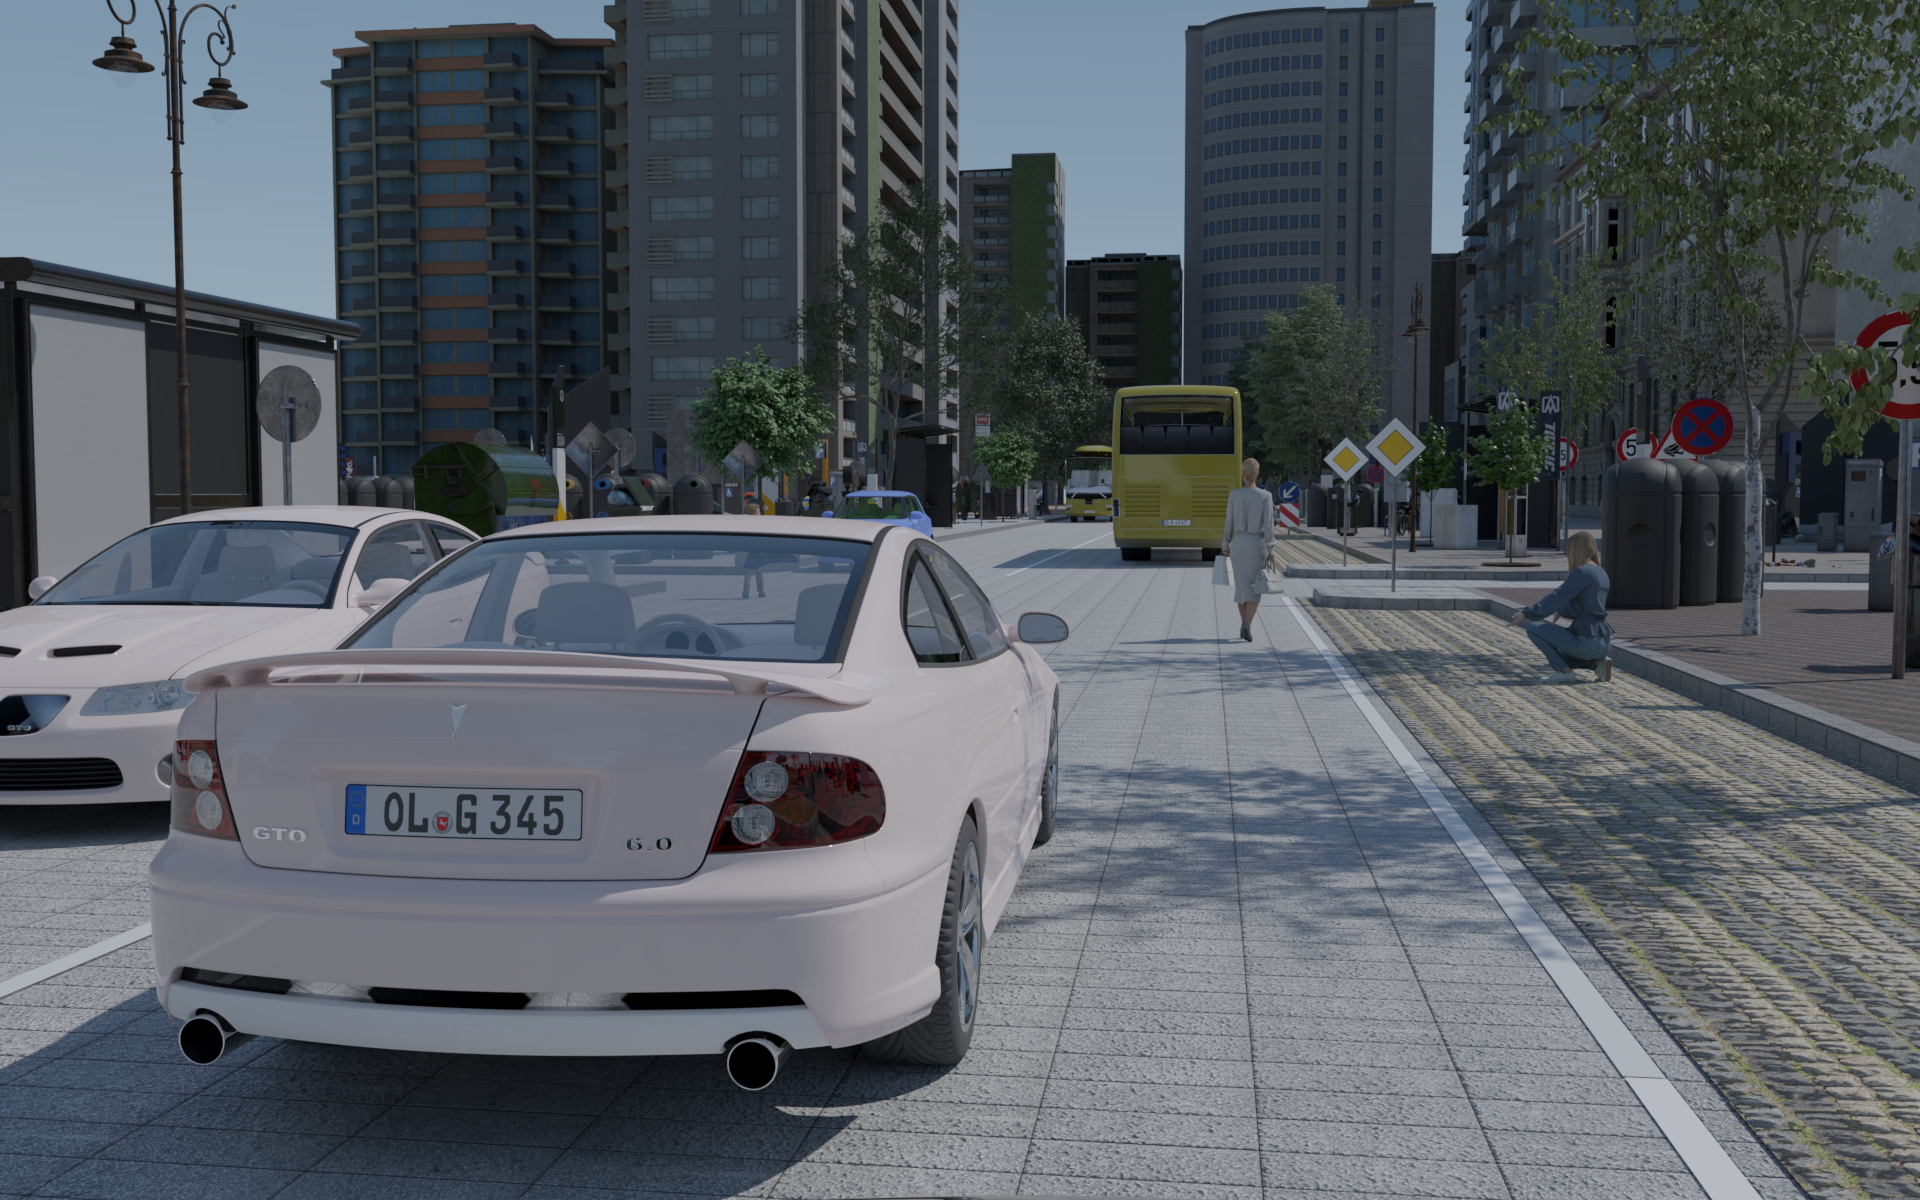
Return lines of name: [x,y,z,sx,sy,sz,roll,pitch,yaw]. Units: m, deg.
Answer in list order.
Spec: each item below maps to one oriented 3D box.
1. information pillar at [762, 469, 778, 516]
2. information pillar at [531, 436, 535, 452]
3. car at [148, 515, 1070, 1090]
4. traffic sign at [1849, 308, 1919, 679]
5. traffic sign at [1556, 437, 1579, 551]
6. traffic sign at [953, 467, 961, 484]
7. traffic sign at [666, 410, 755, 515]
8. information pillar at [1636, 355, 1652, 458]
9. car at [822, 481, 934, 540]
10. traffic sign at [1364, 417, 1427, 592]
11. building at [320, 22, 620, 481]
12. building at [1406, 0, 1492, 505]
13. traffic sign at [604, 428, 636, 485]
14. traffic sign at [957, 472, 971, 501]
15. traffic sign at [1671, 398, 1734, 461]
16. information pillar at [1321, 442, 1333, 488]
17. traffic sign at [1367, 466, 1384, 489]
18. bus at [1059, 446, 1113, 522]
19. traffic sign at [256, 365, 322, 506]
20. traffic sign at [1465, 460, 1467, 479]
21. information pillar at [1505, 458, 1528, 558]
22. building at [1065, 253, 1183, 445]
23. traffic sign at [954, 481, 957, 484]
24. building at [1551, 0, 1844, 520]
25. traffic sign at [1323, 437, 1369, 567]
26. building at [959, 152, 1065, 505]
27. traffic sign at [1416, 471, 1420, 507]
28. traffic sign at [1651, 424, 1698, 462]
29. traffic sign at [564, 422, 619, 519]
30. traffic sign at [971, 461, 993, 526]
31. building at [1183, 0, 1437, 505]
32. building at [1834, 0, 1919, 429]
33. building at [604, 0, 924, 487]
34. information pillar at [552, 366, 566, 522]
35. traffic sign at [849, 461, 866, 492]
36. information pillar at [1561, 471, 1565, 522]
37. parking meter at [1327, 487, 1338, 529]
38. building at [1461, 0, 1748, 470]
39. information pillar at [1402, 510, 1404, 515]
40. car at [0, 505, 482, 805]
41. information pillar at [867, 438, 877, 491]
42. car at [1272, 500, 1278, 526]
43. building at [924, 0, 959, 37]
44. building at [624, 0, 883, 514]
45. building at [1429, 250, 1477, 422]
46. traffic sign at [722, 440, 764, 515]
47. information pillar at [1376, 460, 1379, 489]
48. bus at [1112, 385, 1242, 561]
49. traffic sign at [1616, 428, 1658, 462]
information pillar: [-5.735,-3.736,52.445,0.504,3.616,0.183,-1,4,-18]
information pillar: [-17.070,-4.769,69.329,0.183,3.616,0.504,-1,4,-23]
car: [-0.707,0.400,5.821,2.083,1.381,4.827,0,4,7]
traffic sign: [6.520,-0.725,11.960,0.768,2.556,0.104,1,4,18]
traffic sign: [13.402,-2.362,38.726,0.768,2.556,0.104,1,4,11]
traffic sign: [-0.329,-4.167,69.318,0.795,2.450,0.064,1,4,17]
traffic sign: [-6.000,-2.920,41.619,2.265,3.308,0.079,1,4,15]
information pillar: [11.454,-2.307,29.075,0.183,3.616,0.504,0,4,4]
car: [-1.583,-1.432,32.999,1.945,1.707,3.694,1,4,9]
traffic sign: [5.652,-1.156,22.545,0.795,2.450,0.064,0,4,8]
building: [-43.135,-31.177,164.367,28.867,44.769,22.147,0,4,8]
building: [51.191,-50.929,145.367,22.319,86.520,31.000,0,4,8]
traffic sign: [-6.612,-2.036,33.401,0.768,2.556,0.104,1,4,14]
traffic sign: [0.190,-5.457,90.405,0.795,2.450,0.064,1,4,12]
traffic sign: [9.826,-1.399,22.986,0.768,2.556,0.104,1,4,17]
information pillar: [15.817,-5.095,74.652,0.504,3.616,0.183,1,4,22]
traffic sign: [19.117,-4.873,79.771,0.768,2.556,0.104,1,4,13]
bus: [7.392,-6.106,91.377,2.896,3.916,12.252,1,4,10]
traffic sign: [-6.646,-1.041,17.125,0.768,2.556,0.104,1,4,18]
traffic sign: [15.101,-2.978,50.824,0.606,2.300,0.079,1,4,15]
information pillar: [11.203,-1.857,34.849,0.304,2.012,0.304,-1,4,-20]
building: [19.941,-26.847,210.647,14.107,30.474,14.160,0,4,8]
traffic sign: [-0.484,-5.755,94.202,0.768,2.556,0.104,1,4,9]
building: [37.489,-16.165,83.375,14.460,24.649,34.723,0,4,8]
traffic sign: [6.776,-1.640,30.451,0.795,2.450,0.064,0,4,8]
building: [5.359,-32.264,211.106,14.086,41.232,14.154,0,4,8]
traffic sign: [18.334,-4.234,69.227,0.884,2.594,0.081,1,4,9]
traffic sign: [12.185,-1.808,29.560,0.884,2.594,0.081,1,4,8]
traffic sign: [-5.131,-1.251,24.093,0.795,2.450,0.064,0,4,8]
traffic sign: [0.857,-4.203,68.719,0.884,2.594,0.081,1,4,14]
building: [41.231,-40.808,209.216,28.212,58.520,21.231,0,4,8]
building: [33.860,-11.660,45.400,16.860,20.320,10.420,0,4,8]
building: [-14.982,-31.234,134.372,21.300,48.544,21.600,0,4,8]
information pillar: [-7.288,-2.456,31.506,0.183,3.616,0.504,0,4,5]
traffic sign: [-3.983,-4.062,66.519,0.768,2.556,0.104,1,4,16]
information pillar: [27.991,-5.441,80.309,0.183,3.616,0.504,2,4,25]
parking meter: [13.578,-3.350,63.183,0.372,1.533,0.369,0,3,0]
building: [47.404,-30.365,116.069,23.786,49.044,30.456,0,4,8]
information pillar: [26.302,-5.987,102.386,0.304,2.012,0.304,-1,4,-14]
car: [-3.694,0.183,9.374,2.083,1.381,4.827,0,4,7]
information pillar: [-3.627,-4.931,71.970,0.504,3.616,0.183,3,5,39]
car: [13.326,-4.035,77.978,2.014,1.417,4.499,0,4,8]
building: [-14.605,-37.829,160.503,28.212,58.520,21.231,0,4,8]
building: [-13.372,-26.449,116.034,14.154,41.232,14.086,0,4,8]
building: [61.894,-26.507,205.086,14.107,30.474,14.160,0,4,8]
traffic sign: [-4.007,-1.734,31.998,0.795,2.450,0.064,0,4,8]
information pillar: [19.296,-5.428,80.103,0.183,3.616,0.504,0,4,3]
bus: [5.009,-2.956,39.882,2.896,3.916,12.252,0,4,7]
traffic sign: [12.964,-2.026,33.231,0.768,2.556,0.104,1,4,11]
